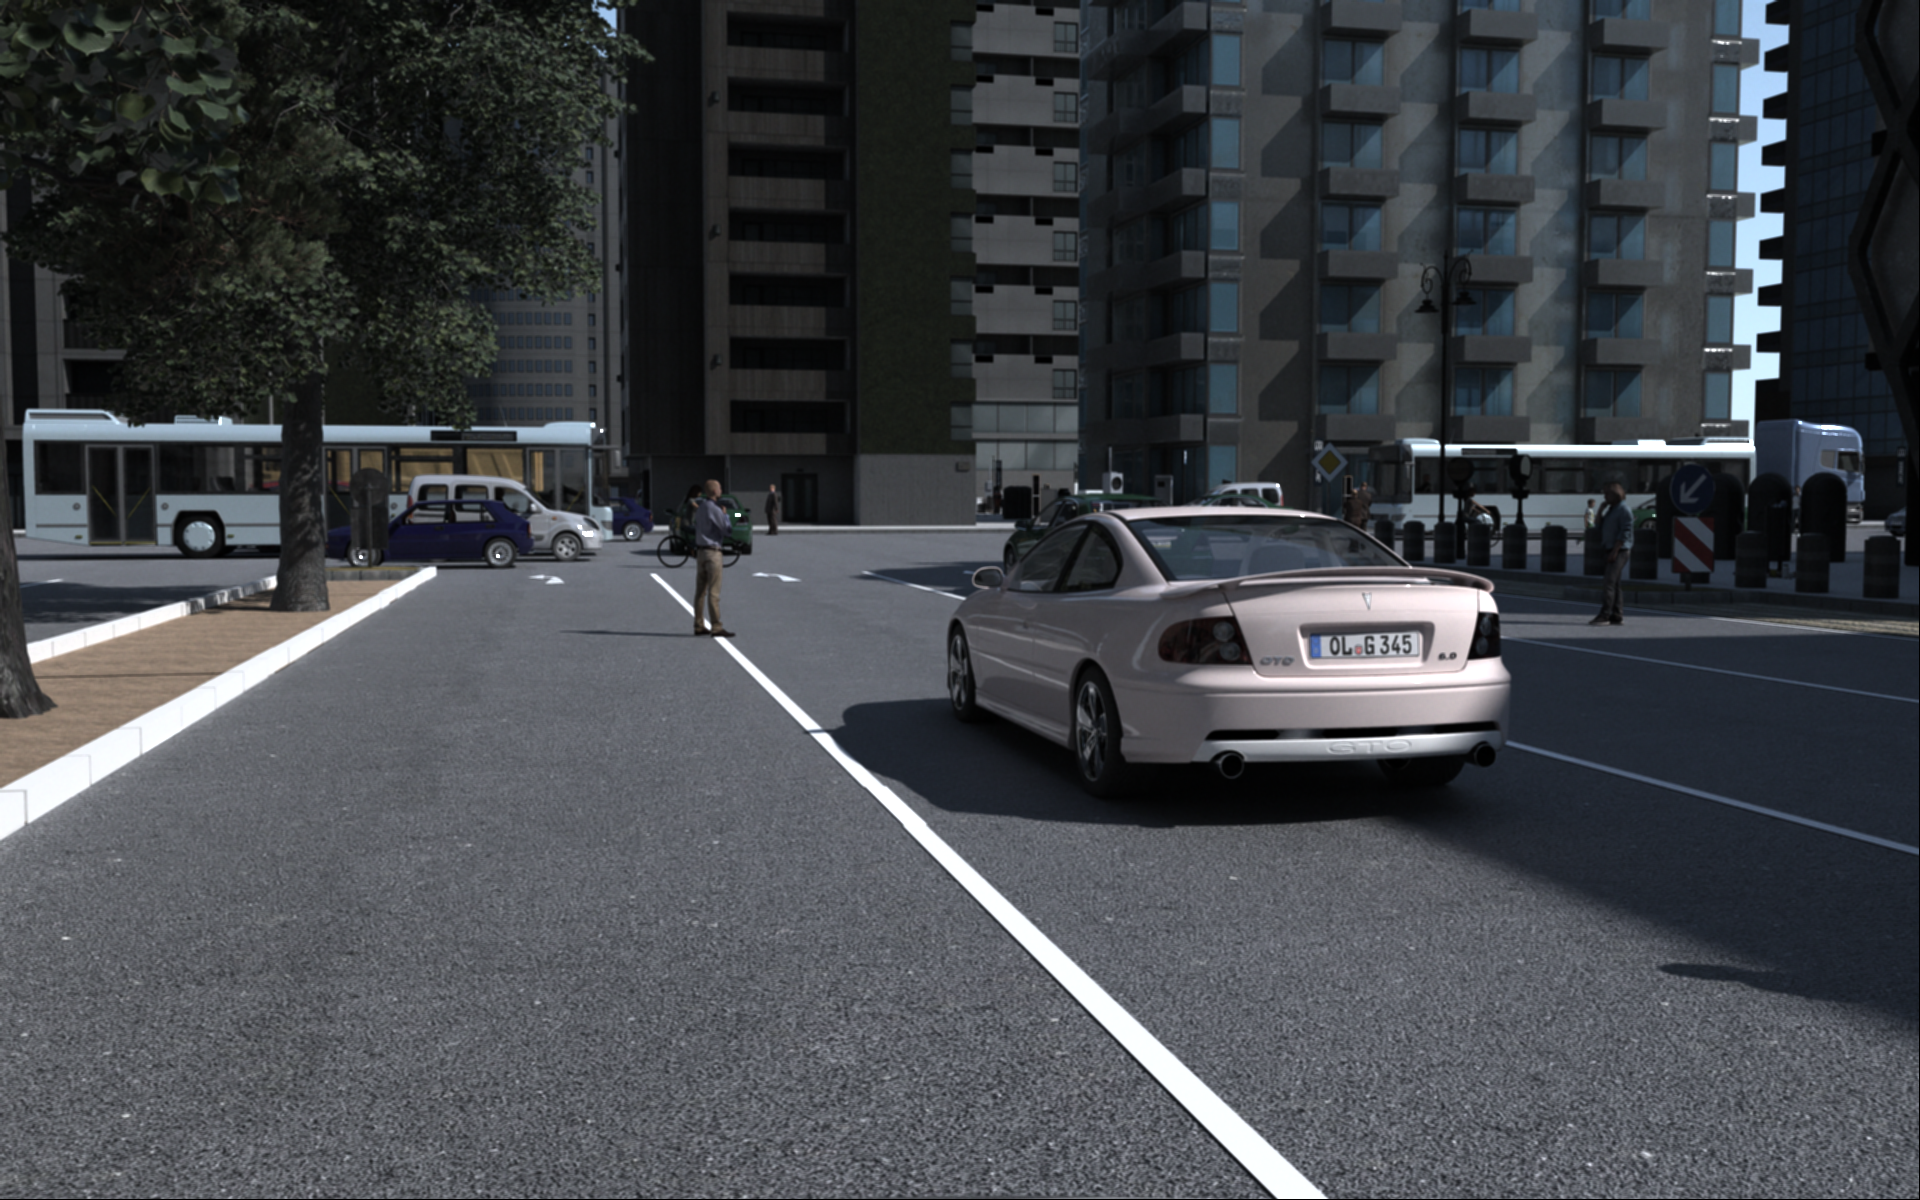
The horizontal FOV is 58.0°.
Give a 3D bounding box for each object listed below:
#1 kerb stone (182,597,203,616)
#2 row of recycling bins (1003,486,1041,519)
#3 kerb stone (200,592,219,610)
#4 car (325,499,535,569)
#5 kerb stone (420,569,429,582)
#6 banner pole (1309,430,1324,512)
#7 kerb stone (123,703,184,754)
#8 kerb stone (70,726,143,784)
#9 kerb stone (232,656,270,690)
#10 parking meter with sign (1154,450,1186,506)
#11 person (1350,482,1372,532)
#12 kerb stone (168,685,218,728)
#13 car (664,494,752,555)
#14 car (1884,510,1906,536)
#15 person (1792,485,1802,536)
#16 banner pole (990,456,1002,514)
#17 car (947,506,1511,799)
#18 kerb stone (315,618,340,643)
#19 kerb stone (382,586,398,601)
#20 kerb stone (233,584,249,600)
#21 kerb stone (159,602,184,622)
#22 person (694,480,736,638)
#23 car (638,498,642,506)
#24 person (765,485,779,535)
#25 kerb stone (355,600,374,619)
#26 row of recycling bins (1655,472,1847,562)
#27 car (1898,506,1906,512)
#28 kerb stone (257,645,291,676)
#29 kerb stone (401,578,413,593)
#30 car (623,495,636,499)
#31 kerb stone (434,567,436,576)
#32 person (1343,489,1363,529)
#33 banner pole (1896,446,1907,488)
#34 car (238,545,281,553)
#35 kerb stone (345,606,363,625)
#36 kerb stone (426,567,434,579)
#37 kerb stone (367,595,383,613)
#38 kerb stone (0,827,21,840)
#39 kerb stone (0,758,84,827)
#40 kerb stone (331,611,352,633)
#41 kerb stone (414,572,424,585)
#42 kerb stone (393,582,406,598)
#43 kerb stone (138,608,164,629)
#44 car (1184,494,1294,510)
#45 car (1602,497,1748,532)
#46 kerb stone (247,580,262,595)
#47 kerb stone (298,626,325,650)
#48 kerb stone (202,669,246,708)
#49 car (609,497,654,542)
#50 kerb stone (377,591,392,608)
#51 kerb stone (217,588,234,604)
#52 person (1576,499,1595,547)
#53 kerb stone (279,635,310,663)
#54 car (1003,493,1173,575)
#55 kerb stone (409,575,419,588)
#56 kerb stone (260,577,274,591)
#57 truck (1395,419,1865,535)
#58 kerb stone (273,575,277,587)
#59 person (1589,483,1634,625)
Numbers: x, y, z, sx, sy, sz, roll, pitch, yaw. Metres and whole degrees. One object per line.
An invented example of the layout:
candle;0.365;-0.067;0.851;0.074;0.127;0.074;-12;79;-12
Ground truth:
kerb stone;-9.214;0.096;20.632;0.120;0.150;1.000;-1;4;-13
row of recycling bins;3.074;-5.050;89.682;1.069;1.692;3.534;1;4;18
kerb stone;-9.449;0.037;21.632;0.120;0.150;1.000;-1;4;-13
car;-10.259;-1.287;33.623;3.894;1.354;1.945;-1;4;-14
kerb stone;-8.751;-0.360;28.094;0.120;0.150;1.000;-1;4;-13
banner pole;13.873;-4.748;67.642;0.863;3.779;0.401;-2;4;-26
kerb stone;-4.669;0.746;10.000;0.120;0.150;1.000;-1;4;-13
kerb stone;-4.446;0.808;8.997;0.120;0.150;1.000;-1;4;-13
kerb stone;-5.355;0.561;13.021;0.120;0.150;1.000;-1;4;-13
parking meter with sign;8.149;-4.471;69.366;1.738;3.016;0.543;1;4;15
person;10.357;-2.186;44.935;0.565;1.739;0.600;-1;4;-22
kerb stone;-4.896;0.688;11.001;0.120;0.150;1.000;-1;4;-13
car;-6.112;-1.861;42.229;2.131;1.459;4.920;-1;4;-12
car;33.644;-2.853;58.648;4.499;1.417;2.014;-1;4;-11
person;28.581;-3.051;59.105;0.376;1.734;0.841;-2;4;-31
banner pole;2.385;-7.530;113.132;0.863;3.779;0.401;2;4;32
car;1.207;0.164;9.676;2.083;1.381;4.827;-1;4;-13
kerb stone;-6.257;0.316;17.034;0.120;0.150;1.000;-1;4;-13
kerb stone;-7.627;-0.053;23.068;0.120;0.150;1.000;-1;4;-13
kerb stone;-9.897;-0.086;23.644;0.120;0.150;1.000;-1;4;-13
kerb stone;-9.001;0.157;19.628;0.120;0.150;1.000;-1;4;-13
person;-2.494;-0.421;17.447;0.319;1.574;0.516;-2;4;-34
car;-25.539;-8.203;142.919;1.959;1.807;4.718;-1;4;-14
person;-6.596;-3.147;60.501;0.434;1.755;0.990;-2;4;-28
kerb stone;-6.939;0.136;20.051;0.120;0.150;1.000;-1;4;-13
row of recycling bins;15.329;-1.625;33.687;3.534;1.692;1.069;3;5;40
car;36.861;-3.330;64.231;4.222;1.686;2.009;-1;4;-14
kerb stone;-5.585;0.500;14.027;0.120;0.150;1.000;-1;4;-13
kerb stone;-8.068;-0.176;25.075;0.120;0.150;1.000;-1;4;-13
car;-40.678;-12.218;212.342;1.945;1.354;3.894;-1;4;-13
kerb stone;-9.206;-0.484;30.114;0.120;0.150;1.000;-1;4;-13
person;9.634;-1.943;42.544;0.482;1.546;0.388;0;4;-8
banner pole;43.512;-5.495;79.857;0.401;3.779;0.863;-2;4;-24
car;-15.733;-2.024;42.880;4.222;1.686;2.009;-1;4;-14
kerb stone;-6.714;0.199;19.050;0.120;0.150;1.000;-1;4;-13
kerb stone;-8.977;-0.422;29.098;0.120;0.150;1.000;-1;4;-13
kerb stone;-7.166;0.075;21.062;0.120;0.150;1.000;-1;4;-13
kerb stone;-3.993;0.932;6.986;0.120;0.150;1.000;-1;4;-13
kerb stone;-4.217;0.869;7.994;0.120;0.150;1.000;-1;4;-13
kerb stone;-6.487;0.254;18.043;0.120;0.150;1.000;-1;4;-13
kerb stone;-8.529;-0.293;27.087;0.120;0.150;1.000;-1;4;-13
kerb stone;-7.841;-0.115;24.074;0.120;0.150;1.000;-1;4;-13
kerb stone;-8.767;0.219;18.628;0.120;0.150;1.000;-1;4;-13
car;7.706;-2.447;51.809;4.920;1.459;2.131;-1;4;-14
car;22.029;-2.540;53.332;4.920;1.459;2.131;-1;4;-12
kerb stone;-10.127;-0.146;24.646;0.120;0.150;1.000;-1;4;-13
kerb stone;-6.036;0.379;16.030;0.120;0.150;1.000;-1;4;-13
kerb stone;-5.126;0.625;12.011;0.120;0.150;1.000;-1;4;-13
car;-11.286;-2.456;52.730;3.894;1.354;1.945;-1;4;-11
kerb stone;-7.383;0.015;22.065;0.120;0.150;1.000;-1;4;-13
kerb stone;-9.678;-0.026;22.641;0.120;0.150;1.000;-1;4;-13
person;16.868;-2.067;46.538;0.590;1.304;0.306;1;4;12
kerb stone;-5.805;0.439;15.030;0.120;0.150;1.000;-1;4;-13
car;1.959;-0.761;24.238;2.131;1.459;4.920;-1;4;-14
kerb stone;-8.297;-0.238;26.084;0.120;0.150;1.000;-1;4;-13
kerb stone;-10.353;-0.211;25.653;0.120;0.150;1.000;-1;4;-13
truck;24.076;-4.417;61.981;18.799;4.110;2.967;-1;4;-12
kerb stone;-10.578;-0.269;26.655;0.120;0.150;1.000;-1;4;-13
person;7.137;-0.502;18.920;0.429;1.552;0.499;2;4;27
